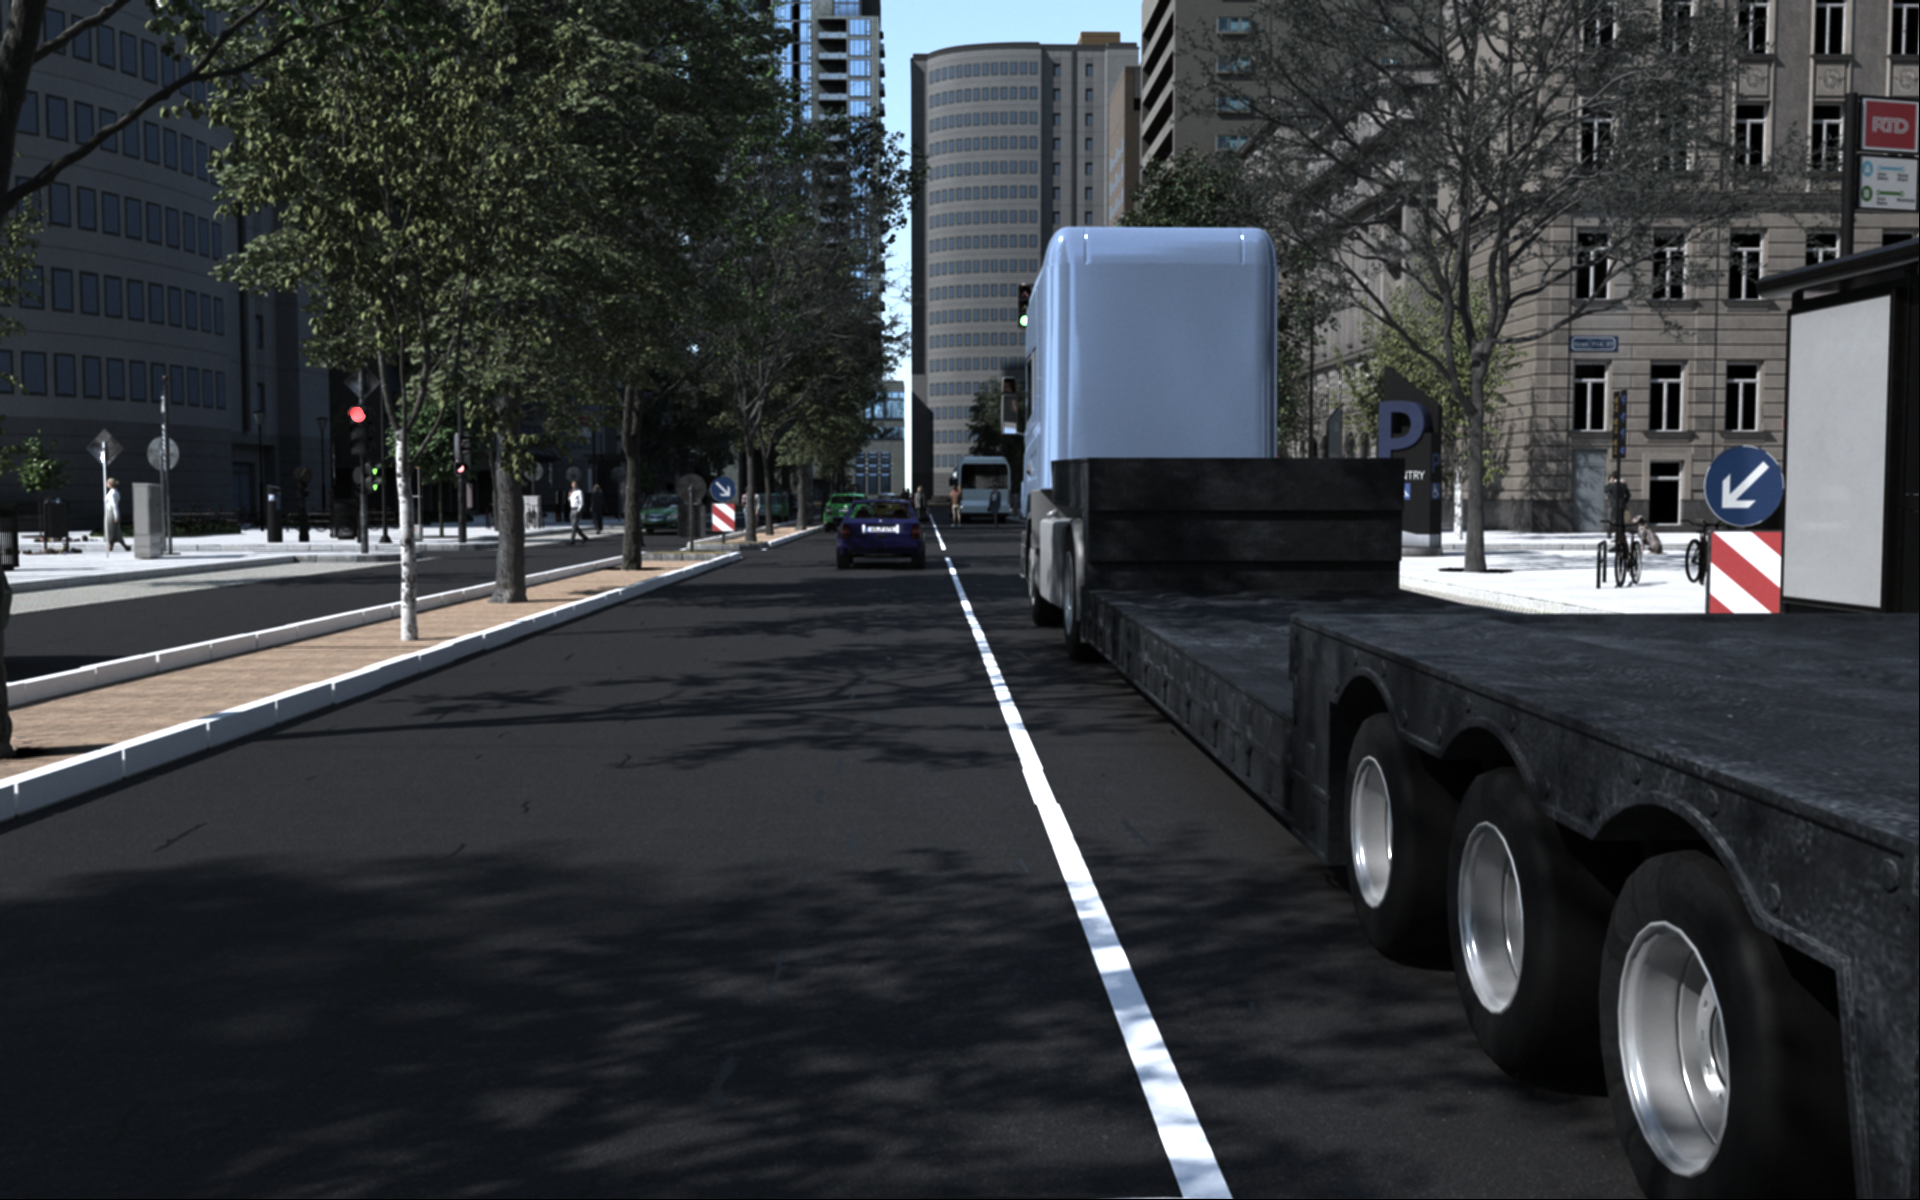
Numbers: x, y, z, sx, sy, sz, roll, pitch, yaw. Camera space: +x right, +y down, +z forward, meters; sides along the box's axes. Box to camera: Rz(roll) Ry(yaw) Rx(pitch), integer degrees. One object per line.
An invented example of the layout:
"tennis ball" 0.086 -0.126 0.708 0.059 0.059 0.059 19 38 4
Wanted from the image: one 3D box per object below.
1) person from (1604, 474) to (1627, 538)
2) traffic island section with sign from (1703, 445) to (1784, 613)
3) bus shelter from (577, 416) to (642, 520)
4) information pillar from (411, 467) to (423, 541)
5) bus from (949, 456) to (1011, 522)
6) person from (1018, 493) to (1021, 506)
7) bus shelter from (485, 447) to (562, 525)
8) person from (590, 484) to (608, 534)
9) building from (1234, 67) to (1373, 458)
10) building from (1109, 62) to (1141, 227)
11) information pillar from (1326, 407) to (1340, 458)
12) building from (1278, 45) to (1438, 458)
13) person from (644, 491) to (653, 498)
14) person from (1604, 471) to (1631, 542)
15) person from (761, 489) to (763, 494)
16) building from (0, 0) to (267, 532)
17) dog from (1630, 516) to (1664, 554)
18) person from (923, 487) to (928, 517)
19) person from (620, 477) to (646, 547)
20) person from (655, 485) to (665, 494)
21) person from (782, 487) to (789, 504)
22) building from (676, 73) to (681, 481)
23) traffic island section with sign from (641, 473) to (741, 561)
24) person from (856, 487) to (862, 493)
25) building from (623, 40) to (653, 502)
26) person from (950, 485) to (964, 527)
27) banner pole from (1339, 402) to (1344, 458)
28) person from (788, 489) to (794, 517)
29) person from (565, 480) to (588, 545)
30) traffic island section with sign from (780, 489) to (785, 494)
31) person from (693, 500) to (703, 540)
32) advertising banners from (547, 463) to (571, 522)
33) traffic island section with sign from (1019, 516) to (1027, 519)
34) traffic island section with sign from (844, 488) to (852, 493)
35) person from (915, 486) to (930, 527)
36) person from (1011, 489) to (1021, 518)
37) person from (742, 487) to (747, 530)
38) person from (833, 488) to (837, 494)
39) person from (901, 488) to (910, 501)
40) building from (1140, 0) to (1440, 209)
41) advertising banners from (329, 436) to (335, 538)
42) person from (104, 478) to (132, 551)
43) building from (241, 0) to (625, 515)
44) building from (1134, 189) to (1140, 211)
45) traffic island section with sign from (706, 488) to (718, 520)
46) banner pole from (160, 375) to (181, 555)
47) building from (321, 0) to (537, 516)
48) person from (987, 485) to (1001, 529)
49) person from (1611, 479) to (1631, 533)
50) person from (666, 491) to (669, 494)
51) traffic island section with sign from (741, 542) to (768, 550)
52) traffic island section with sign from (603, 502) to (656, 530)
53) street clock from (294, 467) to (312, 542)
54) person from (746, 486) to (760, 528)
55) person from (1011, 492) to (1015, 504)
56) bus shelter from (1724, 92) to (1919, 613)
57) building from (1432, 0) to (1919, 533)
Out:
"person" 18.969 -2.705 50.079 0.655 1.846 0.447 -1 4 -13
"traffic island section with sign" 6.260 -0.382 14.881 1.989 1.847 2.006 0 4 -1
"bus shelter" -18.541 -6.947 91.217 2.179 5.291 8.768 0 4 -1
"information pillar" -14.756 -2.596 46.936 0.304 2.012 0.304 0 4 -4
"bus" 1.020 -5.892 91.195 2.948 3.499 13.247 0 4 -2
"person" 6.291 -11.034 186.322 0.709 1.838 0.599 -1 4 -21
"bus shelter" -18.628 -4.906 74.135 2.014 3.302 5.546 0 4 -1
"person" -12.756 -3.193 61.132 0.534 1.772 0.576 2 4 33
"building" 23.128 -19.052 108.760 12.463 27.353 25.104 0 4 -1
"building" 22.968 -32.339 178.846 14.600 45.320 14.200 0 4 -1
"information pillar" 9.963 -3.360 46.298 0.504 3.616 0.183 -3 5 -40
"building" 24.198 -14.808 83.917 13.314 21.916 24.055 0 4 -1
"person" -24.570 -8.016 137.048 0.705 1.831 1.348 1 4 23
"person" 17.506 -2.494 46.188 0.648 1.900 0.474 -2 4 -30
"person" -21.686 -11.212 189.503 0.705 1.807 1.348 -1 4 -14
"building" -40.569 -32.161 67.829 21.231 58.520 28.212 0 4 -1
"dog" 14.854 -1.391 37.123 0.513 0.831 0.800 -2 4 -27
"person" -2.008 -5.435 97.163 0.655 1.846 0.447 -3 4 -38
"person" -8.938 -2.410 47.267 0.648 1.900 0.474 0 4 0
"person" -17.488 -5.768 100.709 0.532 1.782 0.716 -3 4 -36
"person" -10.248 -5.676 101.150 0.795 1.843 0.661 2 4 25
"building" -39.676 -44.948 173.157 20.611 71.187 20.563 0 4 -1
"traffic island section with sign" -5.954 -1.818 37.864 2.006 1.907 1.989 0 4 -1
"person" -5.510 -5.319 95.634 0.590 1.801 0.661 -3 4 -38
"building" -35.828 -30.933 155.871 14.600 45.320 14.200 0 4 -1
"person" -0.114 -4.165 76.567 0.580 1.828 0.573 -3 5 -40
"banner pole" 10.393 -3.514 47.478 0.401 3.779 0.863 0 4 5
"person" -10.532 -6.010 107.191 0.534 1.772 0.576 -1 4 -17
"person" -10.891 -2.477 49.098 0.679 1.850 0.850 3 5 40
"traffic island section with sign" -15.003 -8.502 147.642 1.989 1.847 2.006 0 4 -1
"person" -8.077 -2.755 53.811 0.520 1.790 0.573 3 5 42
"advertising banners" -18.367 -5.078 79.210 0.090 3.025 2.074 -3 5 -41
"traffic island section with sign" 4.406 -5.505 98.631 1.989 1.847 2.006 0 4 -1
"traffic island section with sign" -7.775 -6.866 120.390 2.006 1.907 1.989 0 4 -1
"person" -1.677 -4.108 75.855 0.709 1.800 0.728 -2 4 -29
"person" 3.331 -5.671 101.965 0.760 1.731 0.466 3 5 43
"person" -8.349 -3.614 68.429 0.563 1.720 0.643 -2 4 -26
"person" -7.329 -5.649 101.042 0.473 1.802 0.592 1 4 19
"person" -3.526 -6.453 113.986 0.580 1.828 0.573 -3 4 -38
"building" 27.072 -31.923 145.647 21.300 48.544 21.600 0 4 -1
"advertising banners" -18.701 -3.390 51.617 0.090 3.025 2.074 -1 4 -16
"person" -19.254 -1.883 39.516 0.641 1.798 0.478 0 4 -4
"building" -39.138 -36.222 134.224 21.231 58.520 28.212 0 4 -1
"building" 23.211 -24.029 164.582 14.160 30.474 14.107 0 4 -1
"traffic island section with sign" -13.896 -5.426 97.351 1.989 1.847 2.006 0 4 -1
"banner pole" -16.853 -2.859 36.754 0.401 3.779 0.863 -2 4 -34
"building" -38.564 -27.532 104.774 22.147 44.769 28.867 0 4 -1
"person" 1.487 -3.876 71.888 0.581 1.822 0.654 3 5 39
"person" 21.220 -3.007 55.686 0.515 1.767 0.782 0 4 0
"person" -25.997 -9.057 154.785 0.551 1.740 0.621 0 4 -7
"traffic island section with sign" -6.108 -2.271 45.270 2.006 1.907 1.989 0 4 -1
"traffic island section with sign" -13.301 -3.758 70.065 1.989 1.847 2.006 0 4 -1
"street clock" -17.666 -2.570 46.595 0.358 2.002 0.471 1 4 16
"person" -6.804 -2.911 56.846 0.466 1.731 0.760 -1 4 -14
"person" 5.669 -11.064 187.657 0.721 1.735 1.217 2 4 28
"bus shelter" 8.745 -2.291 15.082 2.179 5.291 8.768 0 4 -1
"building" 30.919 -16.217 62.419 25.104 27.353 12.463 0 4 -1
